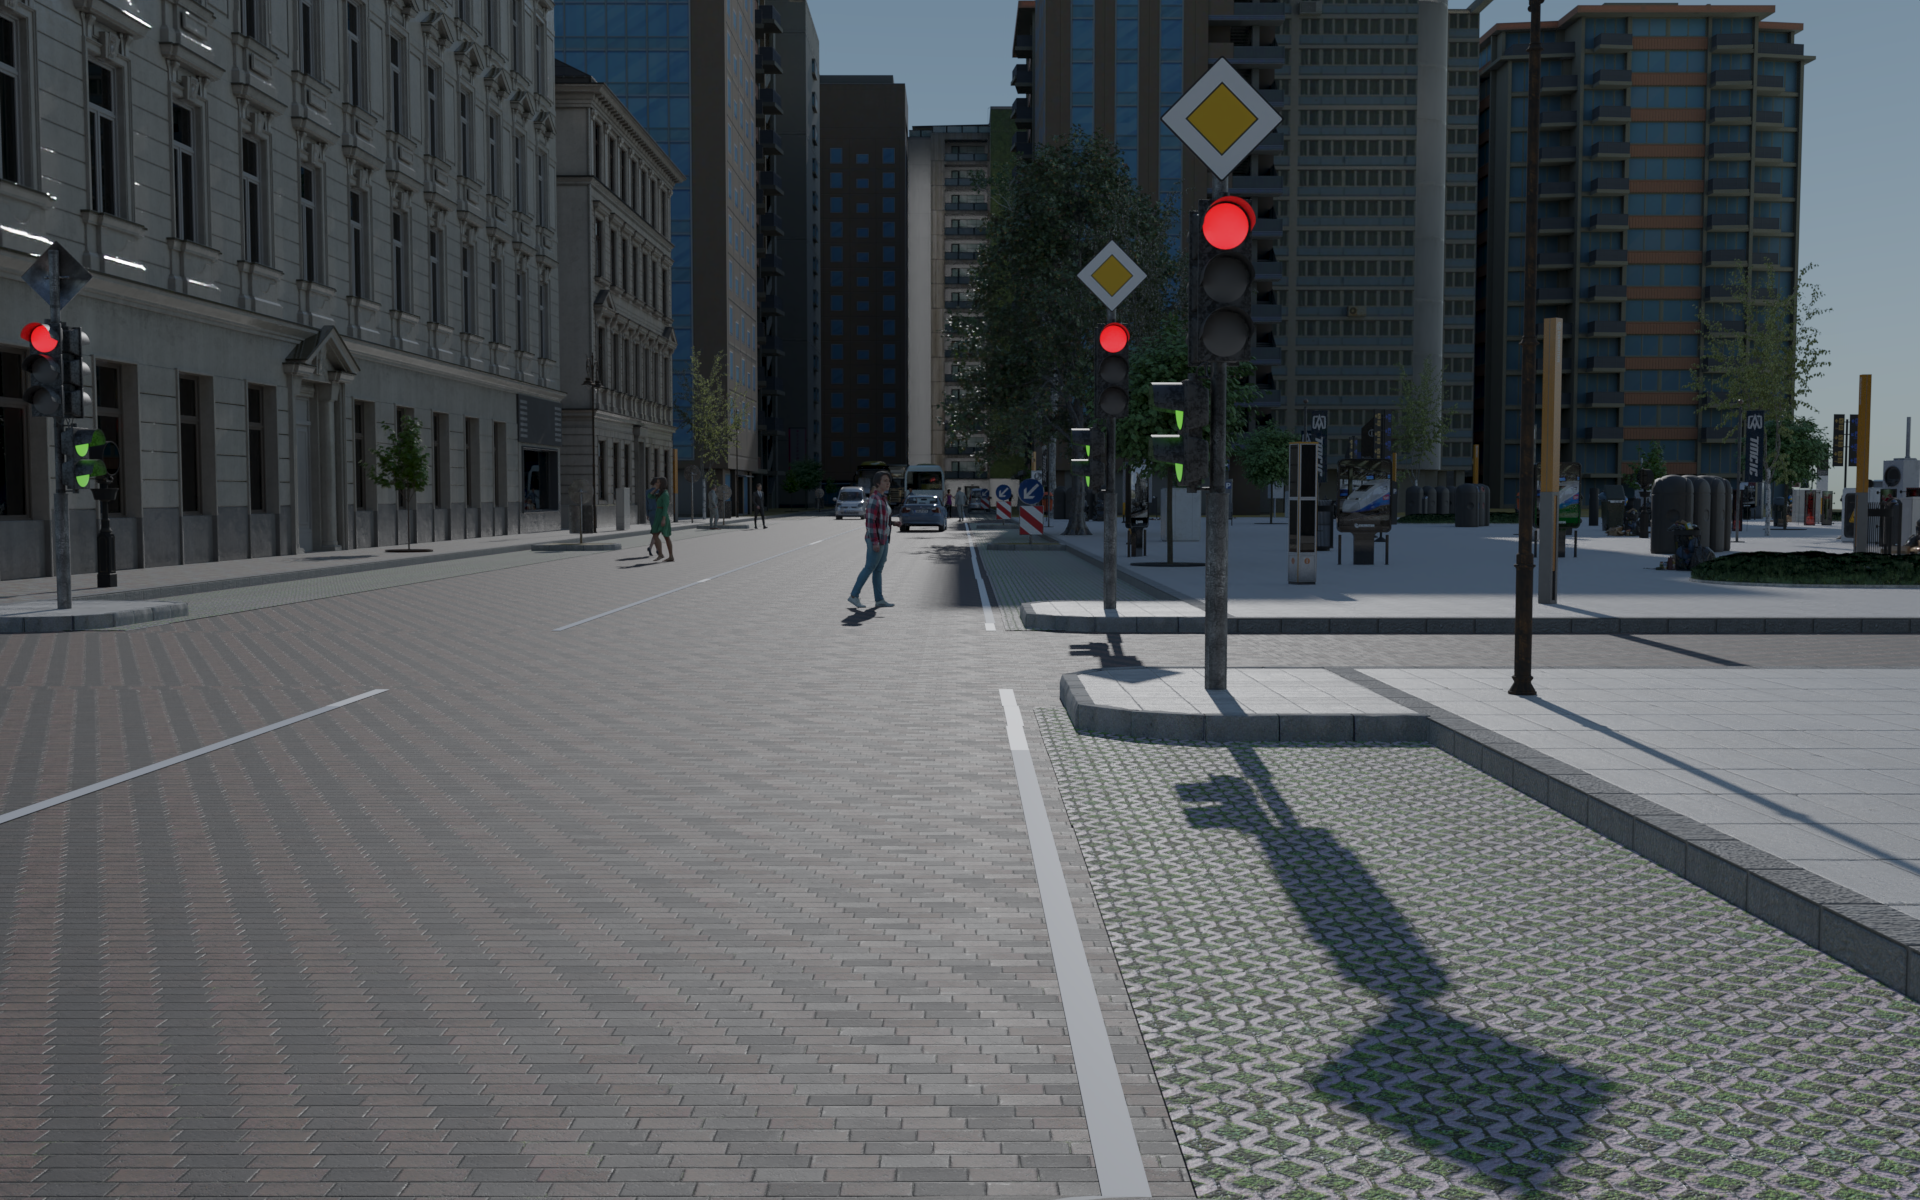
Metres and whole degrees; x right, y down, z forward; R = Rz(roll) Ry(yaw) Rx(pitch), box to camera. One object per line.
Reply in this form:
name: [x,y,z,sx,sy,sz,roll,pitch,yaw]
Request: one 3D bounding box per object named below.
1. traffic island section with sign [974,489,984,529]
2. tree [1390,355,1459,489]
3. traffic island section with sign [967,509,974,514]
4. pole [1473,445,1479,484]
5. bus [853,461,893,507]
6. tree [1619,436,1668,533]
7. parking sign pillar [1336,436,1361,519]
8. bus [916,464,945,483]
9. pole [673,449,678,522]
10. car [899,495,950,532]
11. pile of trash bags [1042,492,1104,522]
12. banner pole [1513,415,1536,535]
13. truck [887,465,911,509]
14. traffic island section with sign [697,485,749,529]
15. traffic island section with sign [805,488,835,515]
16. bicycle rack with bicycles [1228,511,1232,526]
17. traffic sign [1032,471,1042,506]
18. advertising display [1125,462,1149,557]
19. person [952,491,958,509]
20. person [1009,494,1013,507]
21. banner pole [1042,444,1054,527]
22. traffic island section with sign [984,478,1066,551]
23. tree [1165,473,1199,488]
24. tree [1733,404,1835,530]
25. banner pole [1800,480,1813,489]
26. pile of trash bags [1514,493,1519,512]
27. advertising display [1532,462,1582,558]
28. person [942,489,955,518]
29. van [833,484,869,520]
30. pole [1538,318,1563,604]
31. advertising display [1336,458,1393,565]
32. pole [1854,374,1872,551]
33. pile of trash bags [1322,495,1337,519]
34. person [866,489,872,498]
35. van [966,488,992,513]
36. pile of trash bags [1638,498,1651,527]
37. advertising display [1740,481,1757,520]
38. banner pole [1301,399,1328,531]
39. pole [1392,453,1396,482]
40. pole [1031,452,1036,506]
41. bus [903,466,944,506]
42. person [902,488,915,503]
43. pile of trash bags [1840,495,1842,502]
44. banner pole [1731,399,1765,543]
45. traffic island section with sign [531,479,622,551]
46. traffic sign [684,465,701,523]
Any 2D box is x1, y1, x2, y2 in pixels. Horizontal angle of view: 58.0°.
traffic island section with sign: [1.675,-3.847,71.530,1.989,1.847,2.006,0,3,0]
tree: [24.303,-8.665,92.041,4.737,8.622,4.395,0,3,0]
traffic island section with sign: [1.637,-6.926,121.867,1.989,1.847,2.006,0,3,0]
pole: [21.282,-4.750,71.513,0.158,3.312,0.155,0,3,0]
bus: [-6.583,-8.641,132.833,2.896,3.916,12.252,0,4,-2]
tree: [22.844,-3.816,56.996,1.663,3.219,1.824,0,3,0]
parking sign pillar: [18.268,-5.637,80.638,1.447,3.967,1.447,0,4,-2]
bus: [-2.692,-9.020,139.022,2.896,3.916,12.252,0,4,0]
pole: [-12.867,-5.165,78.294,0.158,3.312,0.155,0,3,0]
car: [-1.418,-3.400,67.597,2.014,1.417,4.499,0,4,1]
pile of trash bags: [5.505,-4.396,81.630,3.447,1.369,1.912,1,4,11]
banner pole: [17.765,-3.934,54.332,0.863,3.779,0.401,-2,4,-28]
truck: [-6.076,-10.868,166.604,2.839,4.237,11.283,0,4,2]
traffic island section with sign: [-9.742,-3.842,71.437,1.989,1.847,2.006,0,3,0]
traffic island section with sign: [-9.786,-6.882,121.152,1.989,1.847,2.006,0,3,0]
bicycle rack with bicycles: [9.723,-3.441,69.650,2.852,0.926,2.925,1,4,21]
traffic sign: [3.422,-4.514,75.934,0.606,2.300,0.079,1,4,9]
advertising display: [3.625,-1.849,35.441,0.123,1.923,0.974,2,4,28]
person: [-0.230,-9.569,164.962,0.705,1.824,1.348,3,5,42]
person: [5.083,-10.284,176.267,0.705,1.869,1.348,3,4,37]
banner pole: [3.349,-4.721,67.203,0.401,3.779,0.863,-1,4,-23]
traffic island section with sign: [1.688,-2.194,44.503,1.989,1.847,2.006,0,3,0]
tree: [9.670,-4.860,74.056,1.663,3.219,1.824,0,3,0]
tree: [29.654,-4.787,61.974,4.285,4.588,4.351,0,3,0]
banner pole: [45.060,-6.241,92.051,0.401,3.779,0.863,-3,4,-38]
pile of trash bags: [29.704,-4.925,90.268,1.912,1.369,3.447,2,4,35]
advertising display: [12.049,-1.821,34.984,0.974,1.923,0.123,0,4,-7]
person: [-0.598,-5.715,102.616,1.217,1.739,0.721,-3,4,-38]
van: [-6.184,-5.607,98.687,2.013,2.044,4.112,0,4,-1]
pole: [6.880,-1.611,20.183,0.158,3.312,0.155,0,3,0]
advertising display: [7.322,-1.601,31.384,0.974,1.923,0.123,0,4,3]
pole: [15.415,-2.186,29.581,0.158,3.312,0.155,0,3,0]
pile of trash bags: [19.082,-4.862,89.241,1.912,1.369,3.447,-3,5,-40]
person: [-6.195,-6.707,118.696,0.750,1.759,0.617,-1,4,-16]
van: [1.414,-7.500,129.637,2.013,2.044,4.112,0,4,-1]
pile of trash bags: [27.687,-3.517,67.251,1.912,1.369,3.447,0,4,0]
advertising display: [39.054,-4.935,85.904,0.123,1.923,0.974,-2,4,-31]
banner pole: [9.315,-3.405,45.683,0.863,3.779,0.401,-1,4,-11]
pole: [21.479,-5.618,85.692,0.158,3.312,0.155,0,3,0]
pole: [3.545,-5.477,83.385,0.158,3.312,0.155,0,3,0]
bus: [-2.457,-7.538,118.109,2.948,3.499,13.247,0,4,-1]
person: [-2.996,-5.896,104.879,0.705,1.826,1.348,-3,5,-43]
pile of trash bags: [34.555,-3.402,65.370,1.912,1.369,3.447,3,4,36]
banner pole: [20.776,-3.405,45.685,0.401,3.779,0.863,-3,5,-43]
traffic island section with sign: [-9.740,-2.179,44.255,1.989,1.847,2.006,0,3,0]
traffic sign: [-11.768,-4.645,76.058,0.768,2.556,0.104,0,4,7]
